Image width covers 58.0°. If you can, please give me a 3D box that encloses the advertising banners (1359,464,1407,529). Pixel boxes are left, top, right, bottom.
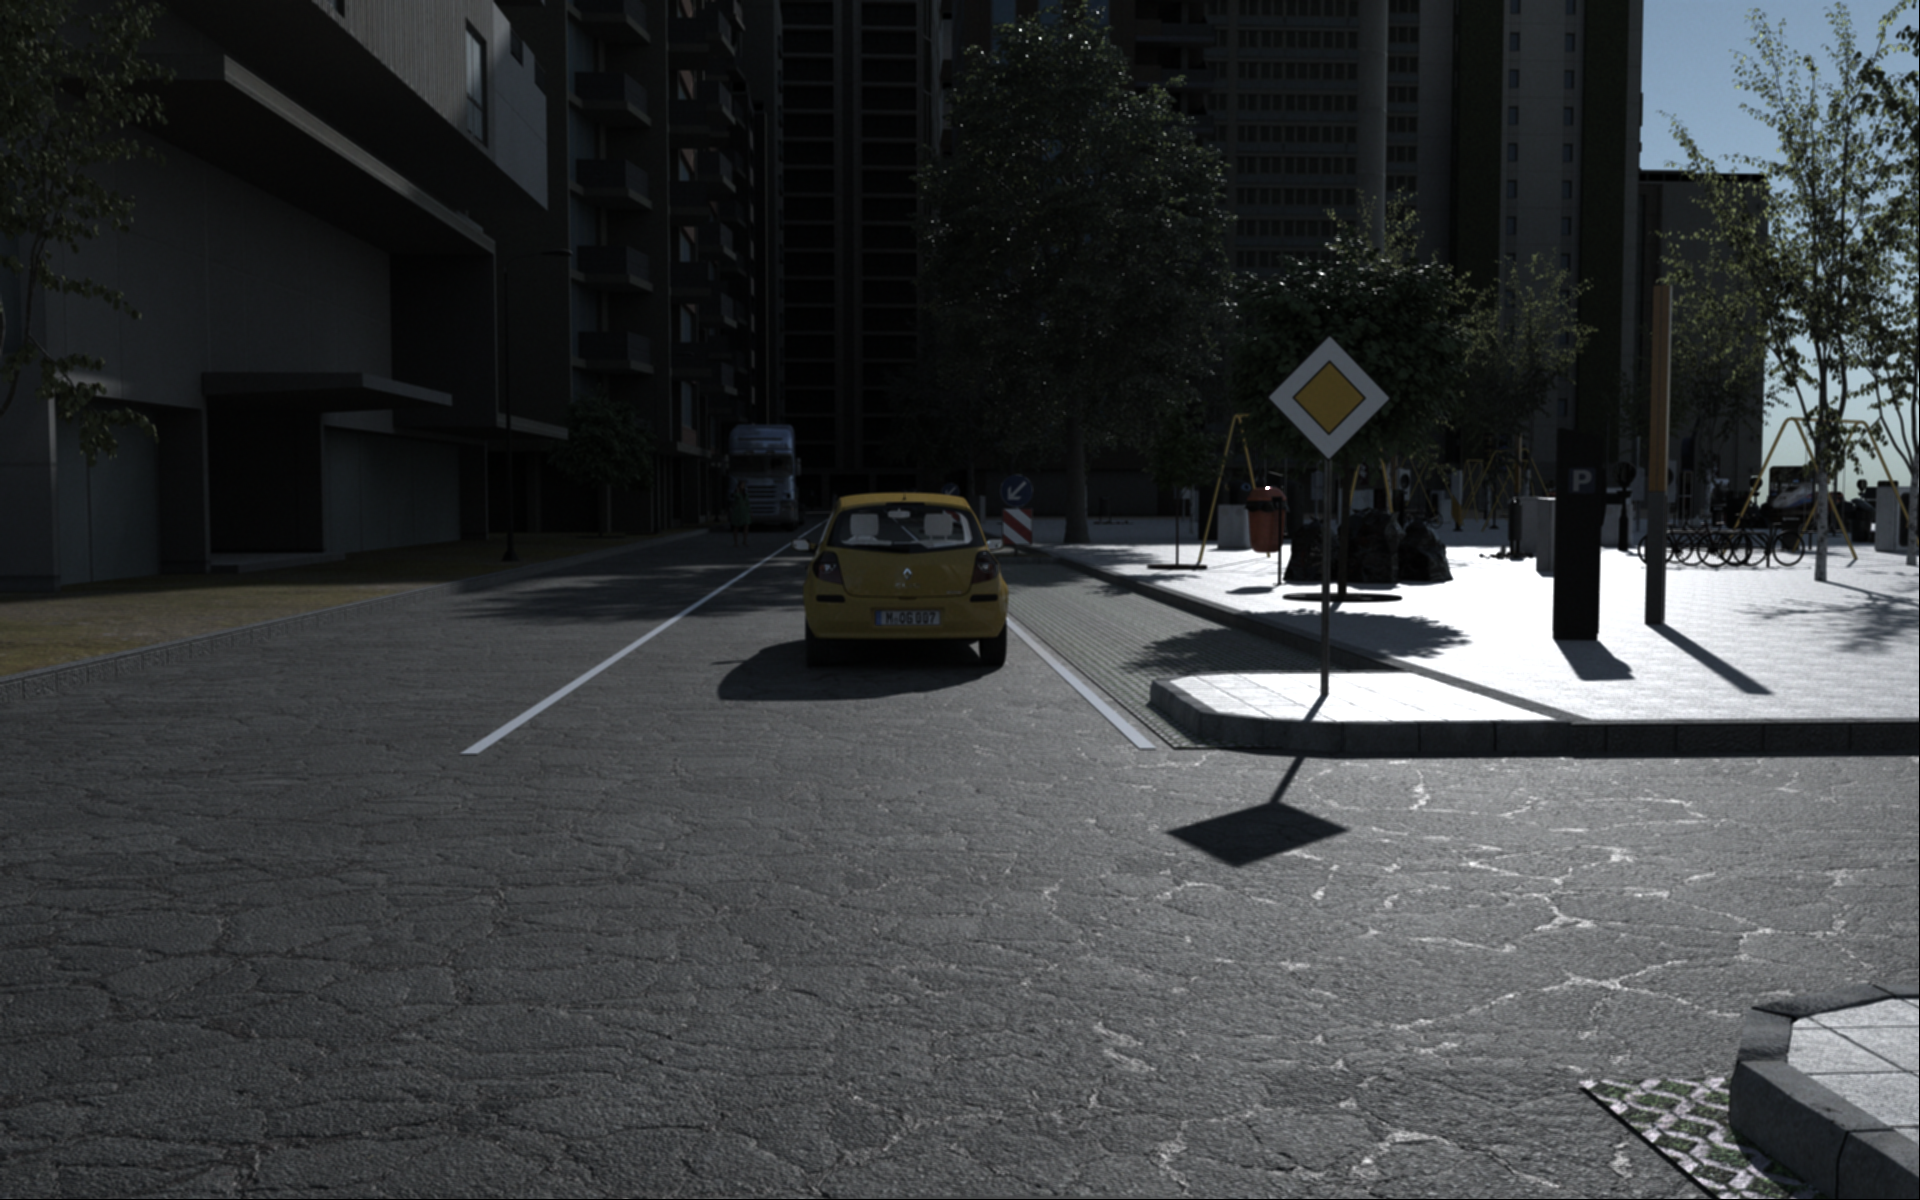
[{"bbox_3d":[12.201,-3.305,50.227,0.090,3.025,2.074,-2,4,-29],"label":"advertising banners"}]

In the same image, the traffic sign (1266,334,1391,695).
[{"bbox_3d":[2.325,-0.450,10.996,0.795,2.450,0.064,0,4,-3],"label":"traffic sign"}]

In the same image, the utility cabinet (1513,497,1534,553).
[{"bbox_3d":[12.619,-1.633,37.865,1.020,1.237,0.306,1,4,17],"label":"utility cabinet"}]

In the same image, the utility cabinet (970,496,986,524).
[{"bbox_3d":[0.765,-3.884,74.669,0.306,1.237,1.020,-2,4,-25],"label":"utility cabinet"}]

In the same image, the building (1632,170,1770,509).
[{"bbox_3d":[63.447,-23.651,158.389,14.107,30.474,14.160,0,4,-3],"label":"building"}]

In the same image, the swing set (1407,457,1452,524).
[{"bbox_3d":[18.998,-4.522,71.554,2.862,2.851,3.119,0,4,-5],"label":"swing set"}]

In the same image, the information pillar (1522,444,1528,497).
[{"bbox_3d":[26.134,-5.429,80.123,0.183,3.616,0.504,0,4,-1],"label":"information pillar"}]

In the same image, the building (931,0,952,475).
[{"bbox_3d":[11.435,-34.203,148.449,28.713,52.752,27.495,0,4,-3],"label":"building"}]

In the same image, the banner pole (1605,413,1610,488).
[{"bbox_3d":[20.121,-3.906,53.886,0.401,3.779,0.863,1,4,23],"label":"banner pole"}]

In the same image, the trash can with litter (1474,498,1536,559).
[{"bbox_3d":[10.983,-1.459,34.912,1.678,1.210,2.233,2,4,32],"label":"trash can with litter"}]

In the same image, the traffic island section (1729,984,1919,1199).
[{"bbox_3d":[2.780,1.173,3.101,2.009,0.180,2.903,0,4,-3],"label":"traffic island section"}]

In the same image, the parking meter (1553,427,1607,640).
[{"bbox_3d":[5.464,-0.585,15.270,0.399,1.863,0.255,1,4,10],"label":"parking meter"}]

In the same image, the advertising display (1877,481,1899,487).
[{"bbox_3d":[45.057,-4.827,84.142,0.123,1.923,0.974,-2,4,-32],"label":"advertising display"}]

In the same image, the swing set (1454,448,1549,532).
[{"bbox_3d":[19.217,-3.839,60.388,2.862,2.851,3.119,0,4,-1],"label":"swing set"}]

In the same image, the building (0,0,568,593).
[{"bbox_3d":[-23.529,-27.117,32.595,28.713,52.752,27.495,0,4,-3],"label":"building"}]

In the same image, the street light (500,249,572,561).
[{"bbox_3d":[-8.063,-3.698,33.000,1.470,5.913,1.316,0,4,-3],"label":"street light"}]

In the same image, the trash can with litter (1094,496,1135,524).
[{"bbox_3d":[6.609,-3.858,74.134,2.233,1.210,1.678,-2,4,-25],"label":"trash can with litter"}]

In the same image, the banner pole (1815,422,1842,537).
[{"bbox_3d":[26.217,-3.810,52.316,0.401,3.779,0.863,-3,5,-45],"label":"banner pole"}]

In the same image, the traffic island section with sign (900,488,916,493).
[{"bbox_3d":[-4.630,-8.032,139.947,1.989,1.847,2.006,0,4,-3],"label":"traffic island section with sign"}]

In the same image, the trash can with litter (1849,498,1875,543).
[{"bbox_3d":[24.103,-2.107,45.843,0.624,1.170,1.055,-2,4,-25],"label":"trash can with litter"}]

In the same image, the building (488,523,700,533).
[{"bbox_3d":[-20.696,-25.354,69.157,22.147,44.769,28.867,0,4,-3],"label":"building"}]

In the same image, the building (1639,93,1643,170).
[{"bbox_3d":[60.554,-30.345,179.741,14.086,41.232,14.154,0,4,-3],"label":"building"}]

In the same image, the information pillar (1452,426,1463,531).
[{"bbox_3d":[17.222,-4.196,59.959,0.183,3.616,0.504,-1,4,-16],"label":"information pillar"}]

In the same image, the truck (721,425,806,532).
[{"bbox_3d":[-7.952,-5.082,72.845,2.967,4.110,18.799,0,4,-4],"label":"truck"}]

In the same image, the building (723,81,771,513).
[{"bbox_3d":[-20.734,-21.387,121.384,14.160,30.474,14.107,0,4,-3],"label":"building"}]

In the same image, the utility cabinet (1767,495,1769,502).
[{"bbox_3d":[41.001,-4.624,86.760,1.020,1.237,0.306,0,4,8],"label":"utility cabinet"}]

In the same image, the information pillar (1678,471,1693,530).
[{"bbox_3d":[23.505,-3.159,56.148,0.304,2.012,0.304,-1,4,-8],"label":"information pillar"}]

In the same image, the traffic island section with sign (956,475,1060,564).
[{"bbox_3d":[1.006,-1.671,35.949,1.989,1.847,2.006,0,4,-3],"label":"traffic island section with sign"}]

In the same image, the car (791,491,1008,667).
[{"bbox_3d":[-0.550,-0.345,15.861,2.015,1.641,3.980,0,4,-4],"label":"car"}]

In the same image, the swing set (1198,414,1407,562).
[{"bbox_3d":[6.431,-2.174,33.170,3.119,2.851,2.862,3,4,38],"label":"swing set"}]

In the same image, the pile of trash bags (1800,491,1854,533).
[{"bbox_3d":[28.714,-2.932,57.693,1.912,1.369,3.447,2,4,30],"label":"pile of trash bags"}]

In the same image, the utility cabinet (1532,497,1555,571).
[{"bbox_3d":[10.119,-1.096,29.075,1.020,1.237,0.306,-2,4,-34],"label":"utility cabinet"}]

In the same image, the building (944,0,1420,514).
[{"bbox_3d":[15.101,-26.382,123.219,32.217,40.220,23.993,0,4,-3],"label":"building"}]

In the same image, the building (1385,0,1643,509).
[{"bbox_3d":[42.497,-37.375,153.080,28.212,58.520,21.231,0,4,-3],"label":"building"}]

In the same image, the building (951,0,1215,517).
[{"bbox_3d":[6.755,-27.728,103.464,14.600,45.320,14.200,0,4,-3],"label":"building"}]

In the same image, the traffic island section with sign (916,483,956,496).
[{"bbox_3d":[-0.490,-3.353,63.456,1.989,1.847,2.006,0,4,-3],"label":"traffic island section with sign"}]

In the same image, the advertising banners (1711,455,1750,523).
[{"bbox_3d":[34.153,-4.935,76.876,0.090,3.025,2.074,-2,4,-29],"label":"advertising banners"}]

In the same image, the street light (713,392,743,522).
[{"bbox_3d":[-10.609,-6.528,79.268,1.470,5.913,1.316,0,4,-3],"label":"street light"}]

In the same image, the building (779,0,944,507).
[{"bbox_3d":[-8.597,-45.293,178.799,20.611,71.187,20.563,0,4,-3],"label":"building"}]

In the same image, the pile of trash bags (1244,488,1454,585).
[{"bbox_3d":[5.532,-0.960,25.442,3.447,1.369,1.912,-2,4,-35],"label":"pile of trash bags"}]

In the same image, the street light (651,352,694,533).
[{"bbox_3d":[-9.413,-5.151,56.766,1.470,5.913,1.316,0,4,-3],"label":"street light"}]

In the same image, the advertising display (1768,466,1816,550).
[{"bbox_3d":[19.176,-2.124,39.937,0.974,1.923,0.123,3,5,40],"label":"advertising display"}]

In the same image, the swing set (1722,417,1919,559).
[{"bbox_3d":[17.940,-2.351,36.052,3.119,2.851,2.862,-3,4,-36],"label":"swing set"}]

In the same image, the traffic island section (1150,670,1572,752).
[{"bbox_3d":[2.348,0.685,11.074,2.009,0.180,2.903,0,4,-3],"label":"traffic island section"}]

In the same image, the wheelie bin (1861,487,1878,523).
[{"bbox_3d":[40.850,-4.259,77.537,0.980,1.594,0.693,3,5,39],"label":"wheelie bin"}]

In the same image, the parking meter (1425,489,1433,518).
[{"bbox_3d":[23.359,-4.760,86.230,0.372,1.533,0.369,0,3,0],"label":"parking meter"}]

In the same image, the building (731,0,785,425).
[{"bbox_3d":[-26.289,-32.164,149.581,21.600,48.544,21.300,0,4,-3],"label":"building"}]

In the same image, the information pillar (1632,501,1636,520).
[{"bbox_3d":[32.998,-4.926,85.027,0.304,2.012,0.304,0,4,3],"label":"information pillar"}]

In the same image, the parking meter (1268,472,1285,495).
[{"bbox_3d":[8.301,-2.433,45.491,0.399,1.863,0.255,2,4,34],"label":"parking meter"}]

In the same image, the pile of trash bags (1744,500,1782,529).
[{"bbox_3d":[31.078,-3.344,64.432,3.447,1.369,1.912,0,4,5],"label":"pile of trash bags"}]

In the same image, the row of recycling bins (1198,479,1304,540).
[{"bbox_3d":[8.216,-2.563,49.013,3.534,1.692,1.069,-2,4,-31],"label":"row of recycling bins"}]

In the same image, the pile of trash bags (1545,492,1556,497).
[{"bbox_3d":[28.688,-4.284,79.798,3.447,1.369,1.912,2,4,25],"label":"pile of trash bags"}]
